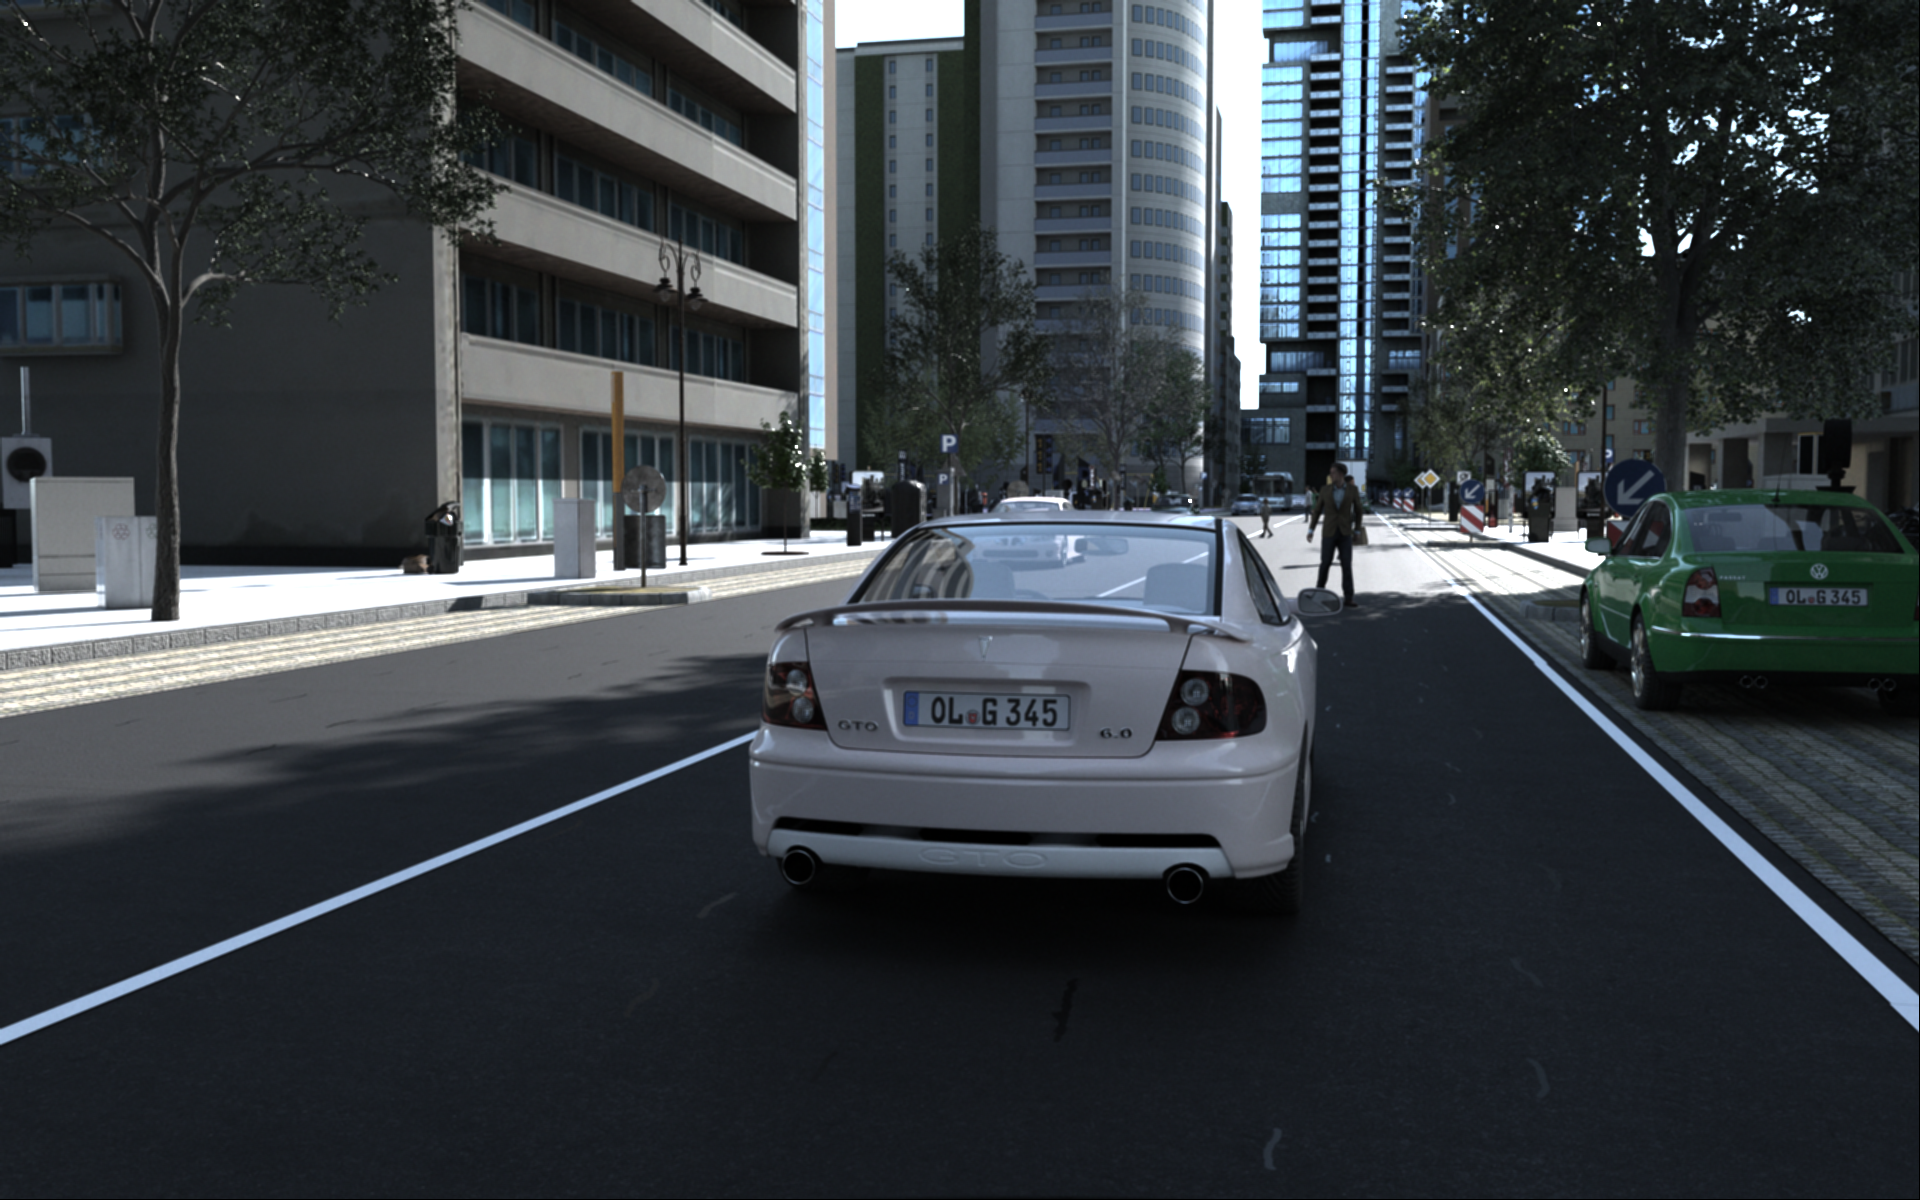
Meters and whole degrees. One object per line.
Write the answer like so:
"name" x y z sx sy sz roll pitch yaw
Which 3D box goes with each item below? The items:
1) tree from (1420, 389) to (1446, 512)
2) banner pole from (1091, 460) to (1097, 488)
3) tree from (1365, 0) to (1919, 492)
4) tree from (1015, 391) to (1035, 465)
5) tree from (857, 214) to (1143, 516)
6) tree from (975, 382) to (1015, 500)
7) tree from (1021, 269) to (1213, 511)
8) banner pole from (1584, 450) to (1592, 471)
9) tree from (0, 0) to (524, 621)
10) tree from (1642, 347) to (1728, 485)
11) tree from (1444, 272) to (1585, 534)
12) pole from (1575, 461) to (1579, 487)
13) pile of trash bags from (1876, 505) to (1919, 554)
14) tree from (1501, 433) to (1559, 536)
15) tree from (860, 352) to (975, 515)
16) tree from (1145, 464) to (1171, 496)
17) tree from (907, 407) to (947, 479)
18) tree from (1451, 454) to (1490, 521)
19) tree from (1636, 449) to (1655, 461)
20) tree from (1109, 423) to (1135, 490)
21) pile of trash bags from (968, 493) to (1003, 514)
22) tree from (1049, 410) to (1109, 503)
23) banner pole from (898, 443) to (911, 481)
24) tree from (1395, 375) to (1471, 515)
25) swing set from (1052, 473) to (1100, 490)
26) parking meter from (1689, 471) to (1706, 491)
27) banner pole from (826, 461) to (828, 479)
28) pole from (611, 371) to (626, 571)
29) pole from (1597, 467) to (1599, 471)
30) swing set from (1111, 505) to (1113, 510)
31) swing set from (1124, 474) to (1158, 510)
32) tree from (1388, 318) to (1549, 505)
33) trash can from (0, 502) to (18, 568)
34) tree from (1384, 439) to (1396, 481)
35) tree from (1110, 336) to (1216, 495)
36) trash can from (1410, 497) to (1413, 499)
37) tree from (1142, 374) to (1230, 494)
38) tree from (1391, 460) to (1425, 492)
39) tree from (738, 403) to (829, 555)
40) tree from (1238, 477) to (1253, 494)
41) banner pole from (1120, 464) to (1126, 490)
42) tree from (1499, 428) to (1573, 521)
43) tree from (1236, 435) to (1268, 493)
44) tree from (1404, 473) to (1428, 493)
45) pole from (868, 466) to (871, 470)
"tree" 33.956 -10.398 120.369 4.360 8.622 3.978 0 3 0
"banner pole" 10.000 -8.494 128.894 0.401 3.779 0.863 3 5 40
"tree" 11.495 -7.392 27.522 9.857 13.997 8.962 0 3 0
"tree" 2.908 -9.976 113.475 4.737 8.622 4.395 0 3 0
"tree" 0.113 -7.497 56.988 7.601 10.594 8.767 -3 4 -36
"tree" 0.144 -9.470 105.194 4.737 8.622 4.395 0 3 0
"tree" 8.481 -11.238 94.107 12.009 13.543 11.850 0 3 0
"banner pole" 35.380 -6.578 97.574 0.401 3.779 0.863 -1 4 -14
"tree" -7.829 -5.083 17.521 8.767 10.594 7.601 3 5 41
"tree" 35.470 -8.191 84.289 4.737 8.622 4.395 0 3 0
"tree" 18.162 -6.465 56.069 4.360 8.622 3.978 0 3 0
"pole" 38.403 -6.974 107.870 0.158 3.312 0.155 0 3 0
"pile of trash bags" 17.923 -1.277 30.625 3.447 1.369 1.912 1 4 20
"tree" 17.588 -3.564 52.868 1.663 3.219 1.824 0 3 0
"tree" -2.518 -8.417 87.979 4.737 8.622 4.395 0 3 0
"tree" 12.678 -6.987 108.843 1.663 3.219 1.824 0 3 0
"tree" -1.881 -11.689 141.471 4.360 8.622 3.978 0 3 0
"tree" 24.381 -5.402 82.921 1.663 3.219 1.824 0 3 0
"tree" 48.016 -8.316 119.682 4.285 4.588 4.351 0 3 0
"tree" 12.610 -12.090 148.041 4.360 8.622 3.978 0 3 0
"pile of trash bags" 0.818 -5.369 97.538 3.447 1.369 1.912 1 4 20
"tree" 9.111 -11.680 141.338 4.360 8.622 3.978 0 3 0
"banner pole" -2.687 -5.809 84.987 0.863 3.779 0.401 -2 4 -31
"tree" 29.722 -9.559 106.654 4.737 8.622 4.395 0 3 0
"swing set" 8.438 -7.915 127.025 3.119 2.851 2.862 1 4 21
"parking meter" 18.883 -2.364 44.364 0.399 1.863 0.255 1 4 20
"banner pole" -10.088 -8.645 131.365 0.401 3.779 0.863 0 4 -3
"pole" -5.703 -2.145 28.907 0.158 3.312 0.155 0 3 0
"pole" 48.538 -8.438 131.804 0.158 3.312 0.155 0 3 0
"swing set" 10.285 -8.420 135.288 2.862 2.851 3.119 1 4 16
"swing set" 13.683 -8.444 135.682 3.119 2.851 2.862 2 4 33
"tree" 27.134 -9.675 92.604 8.767 10.594 7.601 1 4 17
"trash can" -16.726 -1.127 30.079 0.748 1.137 0.748 0 3 0
"tree" 56.894 -16.750 224.224 4.737 8.622 4.395 0 3 0
"tree" 13.380 -11.568 114.888 9.928 11.665 9.643 0 3 0
"trash can" 38.490 -8.275 146.947 0.748 1.137 0.748 0 3 0
"tree" 15.701 -11.532 122.967 7.601 10.594 8.767 1 4 17
"tree" 43.225 -11.199 166.815 4.285 4.588 4.351 0 3 0
"tree" -3.634 -2.580 36.779 1.663 3.219 1.824 0 3 0
"tree" 33.146 -12.670 201.751 1.663 3.219 1.824 0 3 0
"banner pole" 11.764 -8.372 126.892 0.863 3.779 0.401 0 4 -3
"tree" 27.812 -6.109 83.597 4.285 4.588 4.351 0 3 0
"tree" 35.550 -15.898 210.300 4.737 8.622 4.395 0 3 0
"tree" 41.445 -9.951 157.299 1.663 3.219 1.824 0 3 0
"pole" -6.609 -8.092 126.146 0.158 3.312 0.155 0 3 0
